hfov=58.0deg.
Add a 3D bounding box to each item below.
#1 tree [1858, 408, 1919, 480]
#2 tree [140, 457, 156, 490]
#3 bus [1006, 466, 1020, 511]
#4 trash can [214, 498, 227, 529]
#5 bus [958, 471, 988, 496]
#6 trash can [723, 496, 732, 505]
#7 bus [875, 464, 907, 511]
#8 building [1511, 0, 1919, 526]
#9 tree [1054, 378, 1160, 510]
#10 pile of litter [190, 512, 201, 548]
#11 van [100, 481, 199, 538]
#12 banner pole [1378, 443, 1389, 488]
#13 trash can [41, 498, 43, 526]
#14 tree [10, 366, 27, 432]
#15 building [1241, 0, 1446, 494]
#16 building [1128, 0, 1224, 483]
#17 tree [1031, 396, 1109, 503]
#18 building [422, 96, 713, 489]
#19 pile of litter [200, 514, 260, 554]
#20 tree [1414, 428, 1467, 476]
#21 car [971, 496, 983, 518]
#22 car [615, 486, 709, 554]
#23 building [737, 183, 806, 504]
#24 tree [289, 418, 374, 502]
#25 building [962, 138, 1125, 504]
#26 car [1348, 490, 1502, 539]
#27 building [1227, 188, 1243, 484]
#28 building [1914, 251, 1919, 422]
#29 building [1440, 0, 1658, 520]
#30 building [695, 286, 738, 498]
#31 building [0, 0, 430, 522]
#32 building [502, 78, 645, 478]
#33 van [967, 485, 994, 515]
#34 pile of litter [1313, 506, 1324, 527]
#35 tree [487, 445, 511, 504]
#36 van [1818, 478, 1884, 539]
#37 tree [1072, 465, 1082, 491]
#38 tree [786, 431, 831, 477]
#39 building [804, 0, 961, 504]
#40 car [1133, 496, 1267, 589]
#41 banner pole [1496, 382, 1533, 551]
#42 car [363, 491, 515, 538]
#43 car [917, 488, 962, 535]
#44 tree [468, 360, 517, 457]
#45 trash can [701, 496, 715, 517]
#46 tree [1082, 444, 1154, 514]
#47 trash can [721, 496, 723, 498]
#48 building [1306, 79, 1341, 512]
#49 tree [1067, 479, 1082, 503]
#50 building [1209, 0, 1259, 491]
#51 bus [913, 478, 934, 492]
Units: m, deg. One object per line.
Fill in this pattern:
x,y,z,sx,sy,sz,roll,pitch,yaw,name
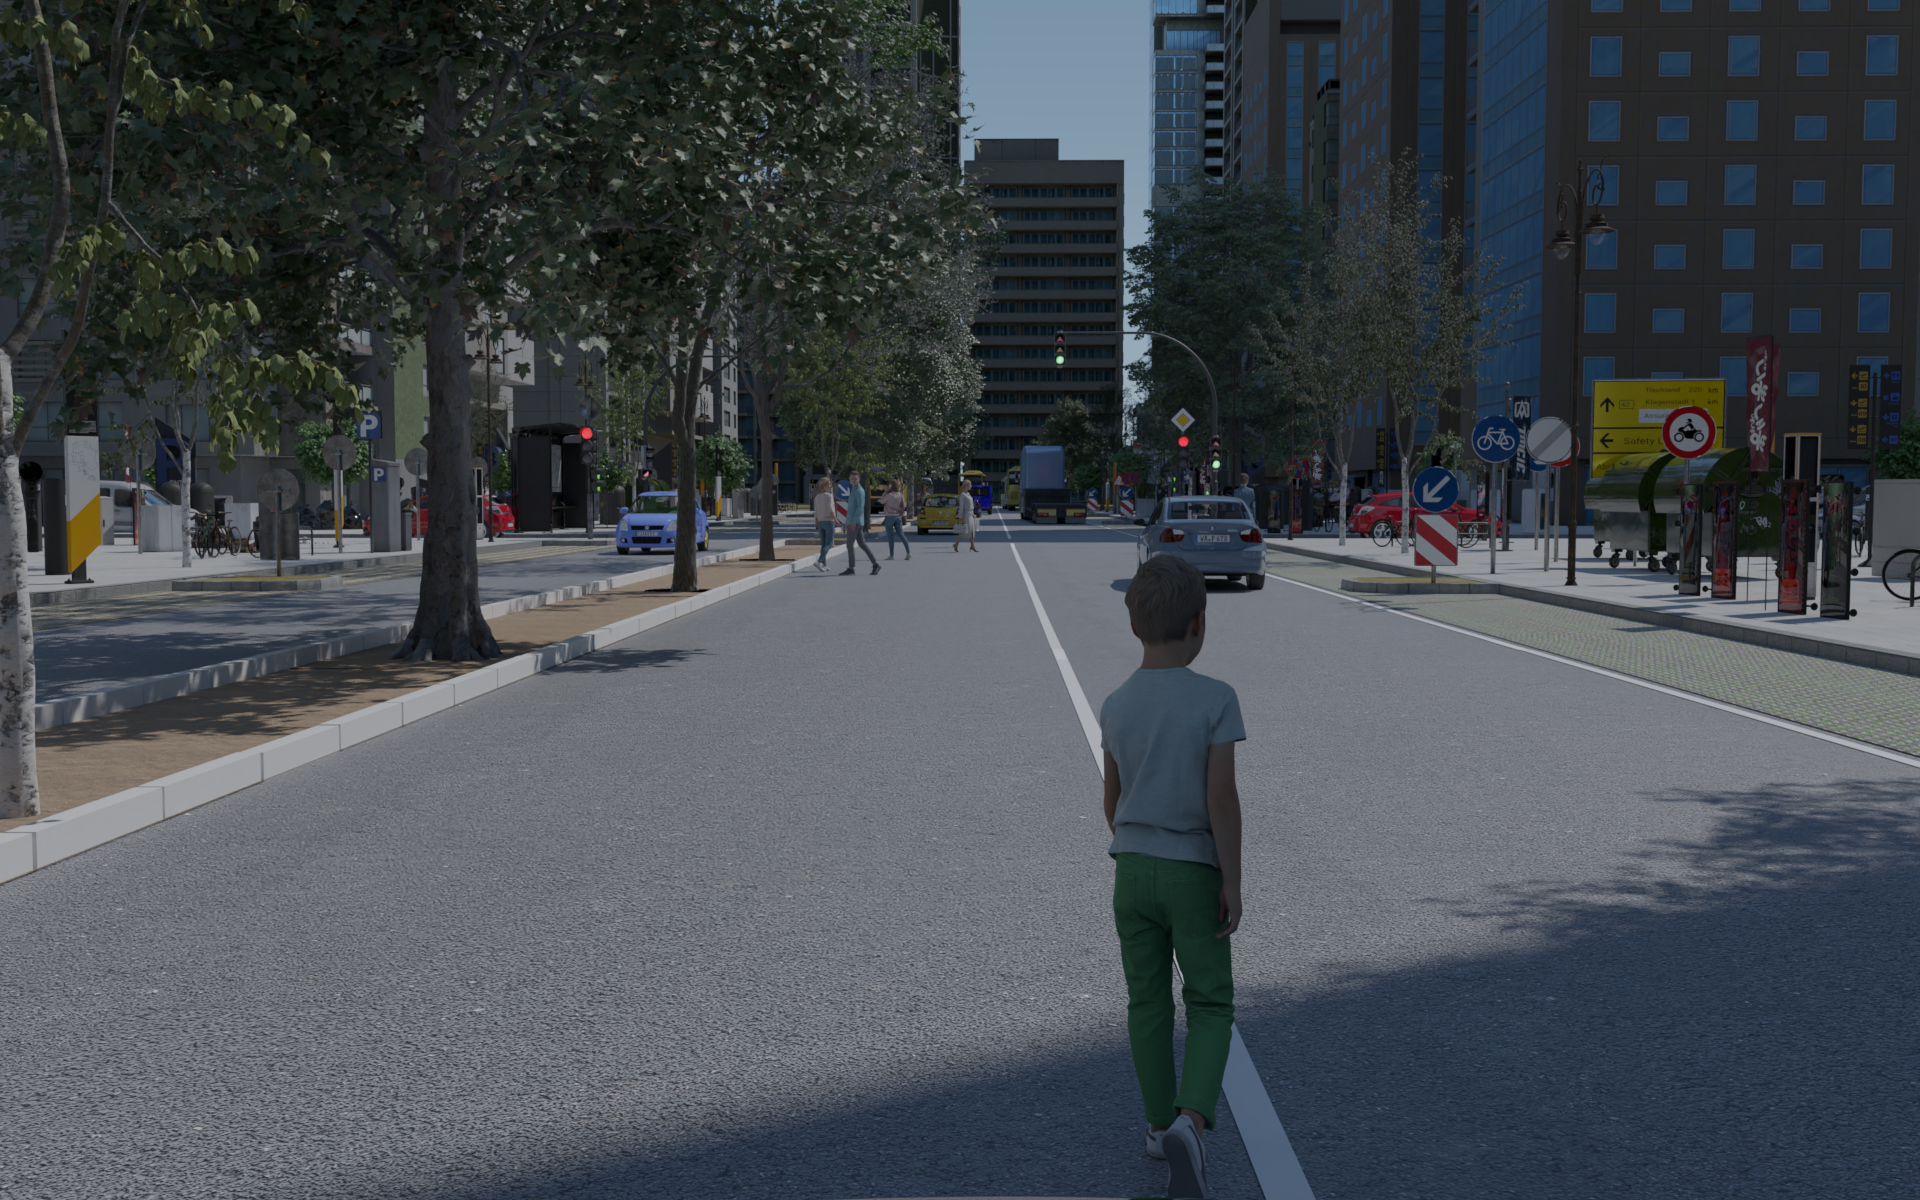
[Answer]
35.392,-4.947,64.591,4.285,4.588,4.351,0,3,0,tree
-29.932,-4.321,65.252,1.663,3.219,1.824,0,3,0,tree
5.396,-9.766,151.224,2.896,3.916,12.252,0,4,2,bus
-27.662,-3.230,64.471,0.748,1.137,0.748,0,3,0,trash can
1.336,-11.630,181.692,2.896,3.916,12.252,0,4,3,bus
-14.094,-5.861,107.478,0.748,1.137,0.748,0,3,0,trash can
-5.756,-9.254,142.850,2.896,3.916,12.252,0,4,2,bus
30.903,-25.967,74.664,14.200,45.320,14.600,0,4,1,building
11.663,-12.551,139.619,8.767,10.594,7.601,-1,4,-20,tree
-17.956,-1.679,41.409,1.719,0.858,1.176,2,4,25,pile of litter
-25.415,-2.825,53.201,4.112,2.044,2.013,0,4,2,van
20.592,-5.759,84.178,0.863,3.779,0.401,-2,4,-31,banner pole
-36.915,-3.569,70.014,0.748,1.137,0.748,0,3,0,trash can
-19.330,-2.999,32.745,4.285,4.588,4.351,0,3,0,tree
32.433,-30.594,150.328,14.600,45.320,14.200,0,4,1,building
37.913,-56.626,238.502,31.000,86.520,22.319,0,4,1,building
12.610,-17.360,200.844,9.611,12.733,9.660,0,3,0,tree
-38.892,-35.274,165.976,28.713,52.752,27.495,0,4,1,building
-15.510,-1.473,38.043,1.176,0.858,1.719,3,5,44,pile of litter
24.263,-6.226,85.508,4.285,4.588,4.351,0,3,0,tree
0.421,-5.703,105.820,1.945,1.354,3.894,0,4,2,car
-7.244,-1.998,42.252,1.945,1.707,3.694,0,4,2,car
-35.475,-35.819,240.258,28.867,44.769,22.147,0,4,1,building
-24.089,-5.074,66.674,4.285,4.588,4.351,0,3,0,tree
11.212,-37.627,238.895,21.600,48.544,21.300,0,4,1,building
13.763,-2.573,51.107,4.494,1.783,2.155,0,4,2,car
32.502,-24.078,165.371,14.160,30.474,14.107,0,4,1,building
61.457,-32.902,79.951,28.212,58.520,21.231,0,4,1,building
30.561,-27.609,101.512,14.600,45.320,14.200,0,4,1,building
-31.536,-25.406,187.085,14.107,30.474,14.160,0,4,1,building
-32.927,-24.047,76.759,14.154,41.232,14.086,0,4,1,building
-34.892,-43.002,141.330,20.563,71.187,20.611,0,4,1,building
1.270,-7.129,120.949,2.240,2.365,5.245,0,3,0,van
13.428,-3.258,67.226,1.719,0.858,1.176,-2,4,-30,pile of litter
-18.016,-4.525,68.583,1.663,3.219,1.824,0,3,0,tree
28.243,-2.816,53.048,4.112,2.044,2.013,0,4,1,van
12.223,-11.001,163.579,4.285,4.588,4.351,0,3,0,tree
-10.986,-12.791,143.538,7.601,10.594,8.767,0,4,3,tree
-10.286,-48.945,238.507,20.611,71.187,20.563,0,4,1,building
3.763,-0.939,27.350,2.014,1.417,4.499,0,4,2,car
12.437,-2.986,38.830,0.863,3.779,0.401,-1,4,-14,banner pole
-15.819,-2.657,52.479,4.494,1.783,2.155,0,4,1,car
-0.575,-3.152,61.752,2.015,1.641,3.980,0,4,3,car
-25.130,-8.519,89.655,4.360,8.622,3.978,0,3,0,tree
-14.173,-5.221,97.023,0.748,1.137,0.748,0,3,0,trash can
11.109,-7.963,113.909,4.285,4.588,4.351,0,3,0,tree
-17.603,-7.020,126.438,0.748,1.137,0.748,0,3,0,trash can
31.859,-21.551,124.058,14.160,30.474,14.107,0,4,1,building
12.162,-11.612,184.456,1.663,3.219,1.824,0,3,0,tree
36.891,-45.451,181.380,20.563,71.187,20.611,0,4,1,building
-4.385,-12.103,192.735,2.948,3.499,13.247,0,4,-1,bus
